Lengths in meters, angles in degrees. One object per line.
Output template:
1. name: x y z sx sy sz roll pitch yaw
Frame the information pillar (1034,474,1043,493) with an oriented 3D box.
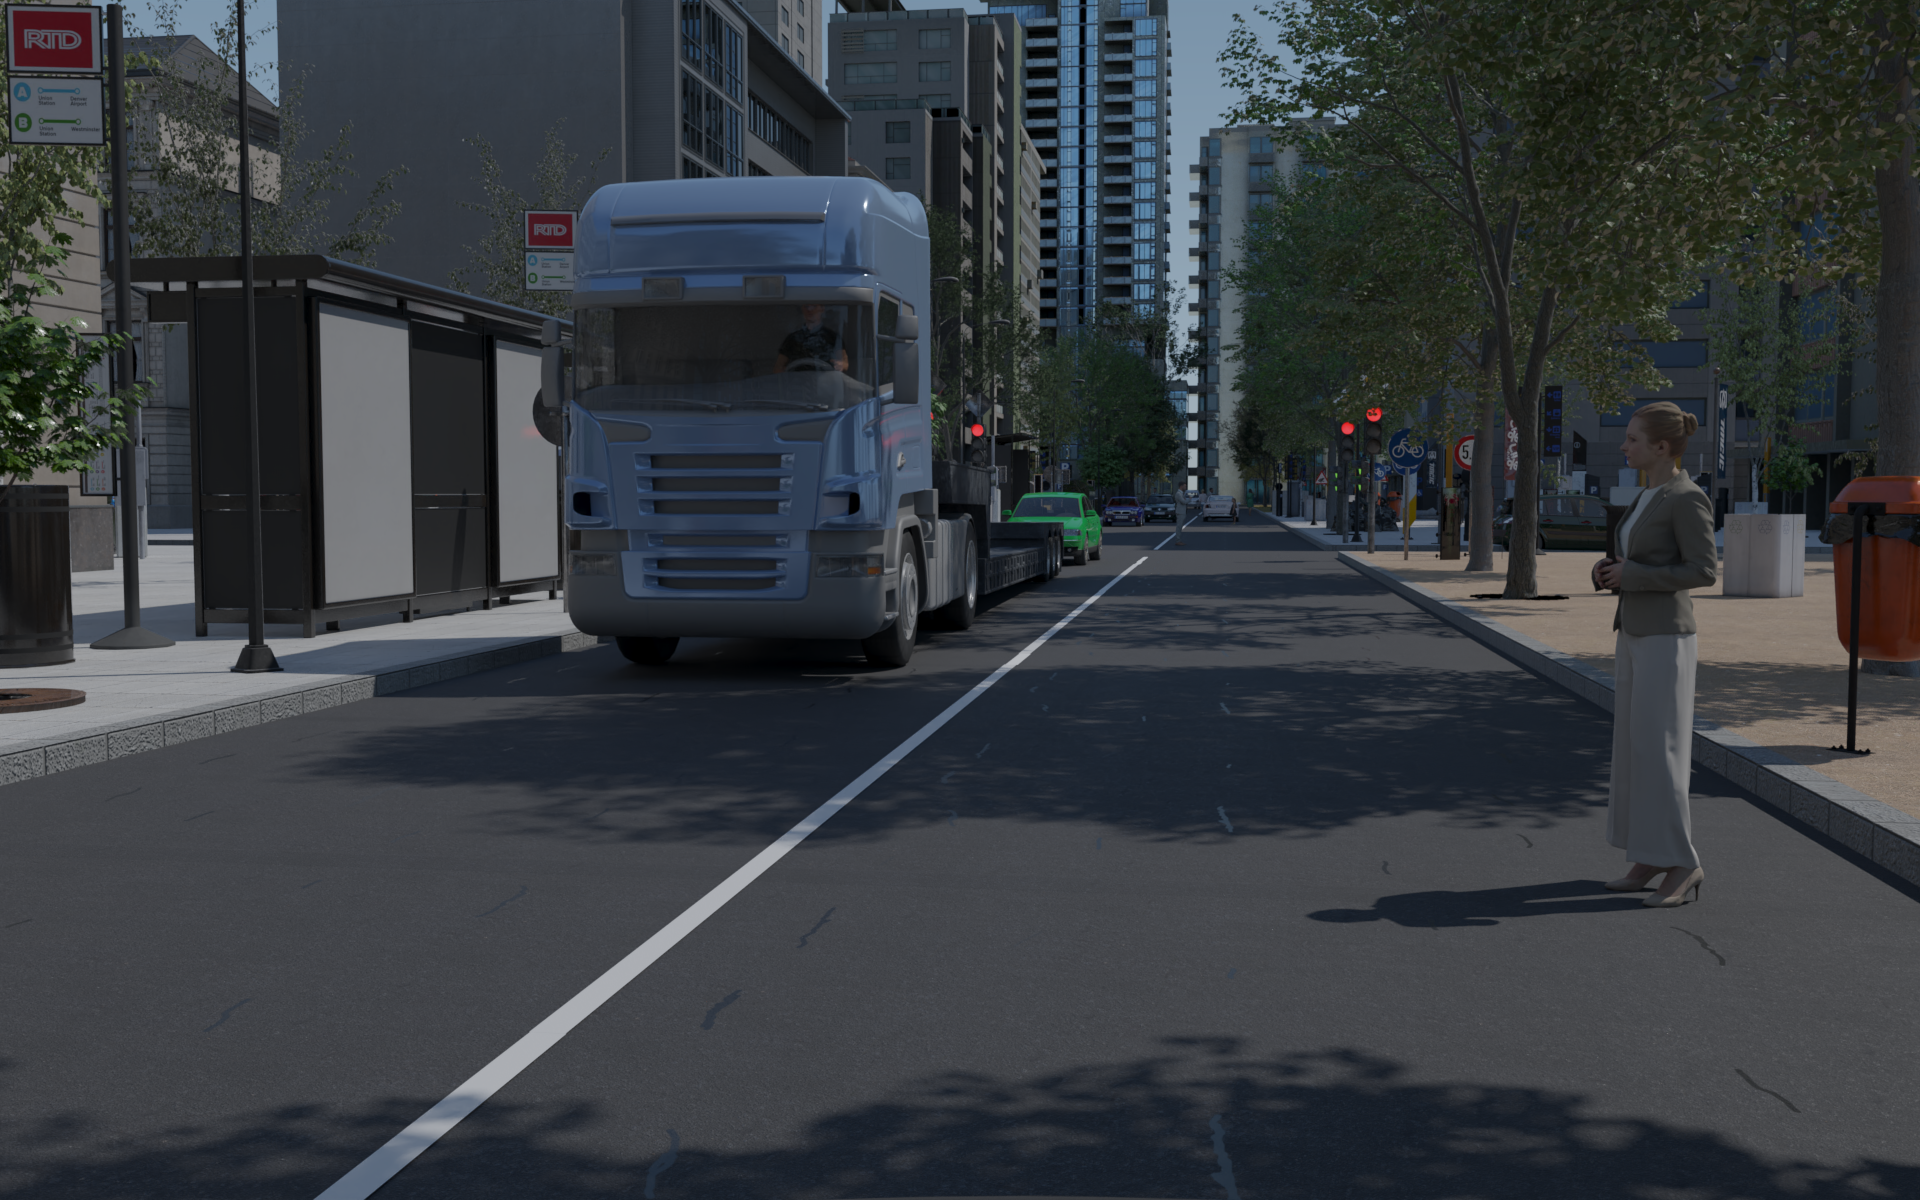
1. information pillar: 2.885 -3.637 63.955 0.304 2.012 0.304 0 4 6

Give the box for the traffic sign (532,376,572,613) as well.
1. traffic sign: -4.254 -1.136 18.673 0.768 2.556 0.104 1 4 11

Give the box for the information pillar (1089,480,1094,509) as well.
1. information pillar: 6.751 -5.196 89.443 0.304 2.012 0.304 1 4 22

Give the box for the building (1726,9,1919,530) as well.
1. building: 43.929 -24.914 61.965 28.867 44.769 22.147 1 4 9

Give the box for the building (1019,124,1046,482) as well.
1. building: -4.203 -29.446 173.327 23.993 40.220 32.217 1 4 9

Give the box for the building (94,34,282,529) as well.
1. building: -37.222 -12.498 68.973 19.286 19.102 10.561 1 4 9

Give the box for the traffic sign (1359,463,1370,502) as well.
1. traffic sign: 16.815 -4.361 71.405 0.768 2.556 0.104 1 4 17

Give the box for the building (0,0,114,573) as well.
1. building: -27.141 -13.913 24.736 25.104 27.353 12.463 1 4 9

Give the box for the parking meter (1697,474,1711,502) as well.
1. parking meter: 21.071 -2.656 49.143 0.399 1.863 0.255 1 4 20

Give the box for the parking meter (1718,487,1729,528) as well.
1. parking meter: 29.323 -3.557 66.567 0.372 1.533 0.369 0 3 0

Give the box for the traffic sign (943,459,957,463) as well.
1. traffic sign: -0.403 -3.793 62.122 0.768 2.556 0.104 1 4 14

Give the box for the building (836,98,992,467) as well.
1. building: -5.508 -21.943 130.463 14.160 30.474 14.107 1 4 9

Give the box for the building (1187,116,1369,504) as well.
1. building: 44.810 -36.894 222.826 30.456 49.044 23.786 1 4 9

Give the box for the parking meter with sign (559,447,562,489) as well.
1. parking meter with sign: -13.092 -3.519 53.796 0.543 3.016 1.738 3 5 40

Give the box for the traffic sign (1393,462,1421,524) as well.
1. traffic sign: 12.368 -2.929 47.989 0.768 2.556 0.104 1 4 16

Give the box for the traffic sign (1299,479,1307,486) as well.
1. traffic sign: 21.669 -6.754 110.427 0.884 2.594 0.081 1 4 15

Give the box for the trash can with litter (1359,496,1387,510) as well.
1. trash can with litter: 15.463 -3.304 65.408 1.055 1.170 0.624 2 4 33

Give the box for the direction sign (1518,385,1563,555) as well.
1. direction sign: 12.140 -2.711 36.329 0.876 3.537 0.379 1 4 19

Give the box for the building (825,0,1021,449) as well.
1. building: -2.714 -28.156 143.942 14.154 41.232 14.086 1 4 9

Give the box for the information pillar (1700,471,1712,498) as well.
1. information pillar: 24.293 -3.178 56.454 0.304 2.012 0.304 3 5 42

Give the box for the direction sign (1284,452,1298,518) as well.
1. direction sign: 17.758 -6.217 93.649 0.379 3.537 0.876 -1 4 -17

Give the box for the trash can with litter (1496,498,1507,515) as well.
1. trash can with litter: 21.368 -3.455 67.881 0.624 1.170 1.055 -1 4 -20

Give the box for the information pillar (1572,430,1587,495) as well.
1. information pillar: 22.468 -4.375 62.883 0.504 3.616 0.183 1 4 23

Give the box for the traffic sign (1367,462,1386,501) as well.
1. traffic sign: 16.770 -4.267 69.870 0.768 2.556 0.104 1 4 10

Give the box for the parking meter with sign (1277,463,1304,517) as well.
1. parking meter with sign: 18.732 -6.176 97.232 1.738 3.016 0.543 2 4 27

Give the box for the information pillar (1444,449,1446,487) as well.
1. information pillar: 25.245 -6.020 89.788 0.504 3.616 0.183 -3 5 -44

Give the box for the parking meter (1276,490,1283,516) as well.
1. parking meter: 18.358 -5.574 99.543 0.372 1.533 0.369 0 3 0

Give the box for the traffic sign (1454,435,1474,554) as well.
1. traffic sign: 10.982 -2.268 37.180 0.768 2.556 0.104 1 4 18

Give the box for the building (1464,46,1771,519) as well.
1. building: 38.347 -34.224 101.556 21.231 58.520 28.212 1 4 9

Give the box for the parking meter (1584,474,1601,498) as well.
1. parking meter: 18.271 -2.712 50.059 0.399 1.863 0.255 0 4 -1

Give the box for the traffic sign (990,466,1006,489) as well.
1. traffic sign: 1.390 -3.758 63.565 0.606 2.300 0.079 1 4 17

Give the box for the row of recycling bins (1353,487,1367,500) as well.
1. row of recycling bins: 21.489 -5.293 93.652 1.069 1.692 3.534 1 4 10

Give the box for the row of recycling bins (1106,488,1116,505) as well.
1. row of recycling bins: 9.467 -6.453 112.617 1.069 1.692 3.534 0 4 -5

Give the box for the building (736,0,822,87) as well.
1. building: -26.238 -45.433 181.076 20.611 71.187 20.563 1 4 9

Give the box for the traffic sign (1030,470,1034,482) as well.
1. traffic sign: 3.471 -5.427 88.838 0.768 2.556 0.104 1 4 17

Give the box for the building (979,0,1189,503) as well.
1. building: 14.360 -55.851 225.827 31.000 86.520 22.319 1 4 9

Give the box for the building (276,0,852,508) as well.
1. building: -14.667 -15.622 74.482 14.314 24.678 30.058 1 4 9

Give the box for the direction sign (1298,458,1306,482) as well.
1. direction sign: 21.249 -7.132 108.606 0.876 3.537 0.379 2 4 27

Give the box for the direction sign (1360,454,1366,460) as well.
1. direction sign: 22.753 -6.500 98.274 0.379 3.537 0.876 -1 4 -22

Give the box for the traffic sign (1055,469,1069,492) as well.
1. traffic sign: 4.239 -4.268 71.918 0.606 2.300 0.079 1 4 9

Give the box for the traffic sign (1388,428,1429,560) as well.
1. traffic sign: 8.655 -2.044 33.526 0.768 2.556 0.104 1 4 10

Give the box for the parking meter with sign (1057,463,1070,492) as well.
1. parking meter with sign: 5.569 -6.063 95.387 0.543 3.016 1.738 1 4 19

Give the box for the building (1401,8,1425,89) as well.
1. building: 52.450 -33.327 164.496 23.786 49.044 30.456 1 4 9

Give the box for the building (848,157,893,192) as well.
1. building: -9.004 -16.168 100.504 11.583 22.565 21.152 1 4 9

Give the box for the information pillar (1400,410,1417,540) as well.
1. information pillar: 12.621 -3.501 48.601 0.504 3.616 0.183 -3 4 -36

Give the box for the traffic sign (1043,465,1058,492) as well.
1. traffic sign: 4.048 -4.682 76.658 0.768 2.556 0.104 1 4 15

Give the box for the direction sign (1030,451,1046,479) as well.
1. direction sign: 4.028 -6.008 90.225 0.876 3.537 0.379 -1 4 -10

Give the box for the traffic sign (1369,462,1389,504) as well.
1. traffic sign: 17.064 -4.332 70.839 0.884 2.594 0.081 1 4 13

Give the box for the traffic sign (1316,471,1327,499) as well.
1. traffic sign: 19.810 -5.803 94.876 0.884 2.594 0.081 1 4 17

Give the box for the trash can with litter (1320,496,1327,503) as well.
1. trash can with litter: 20.589 -5.386 99.449 1.055 1.170 0.624 -1 4 -18
